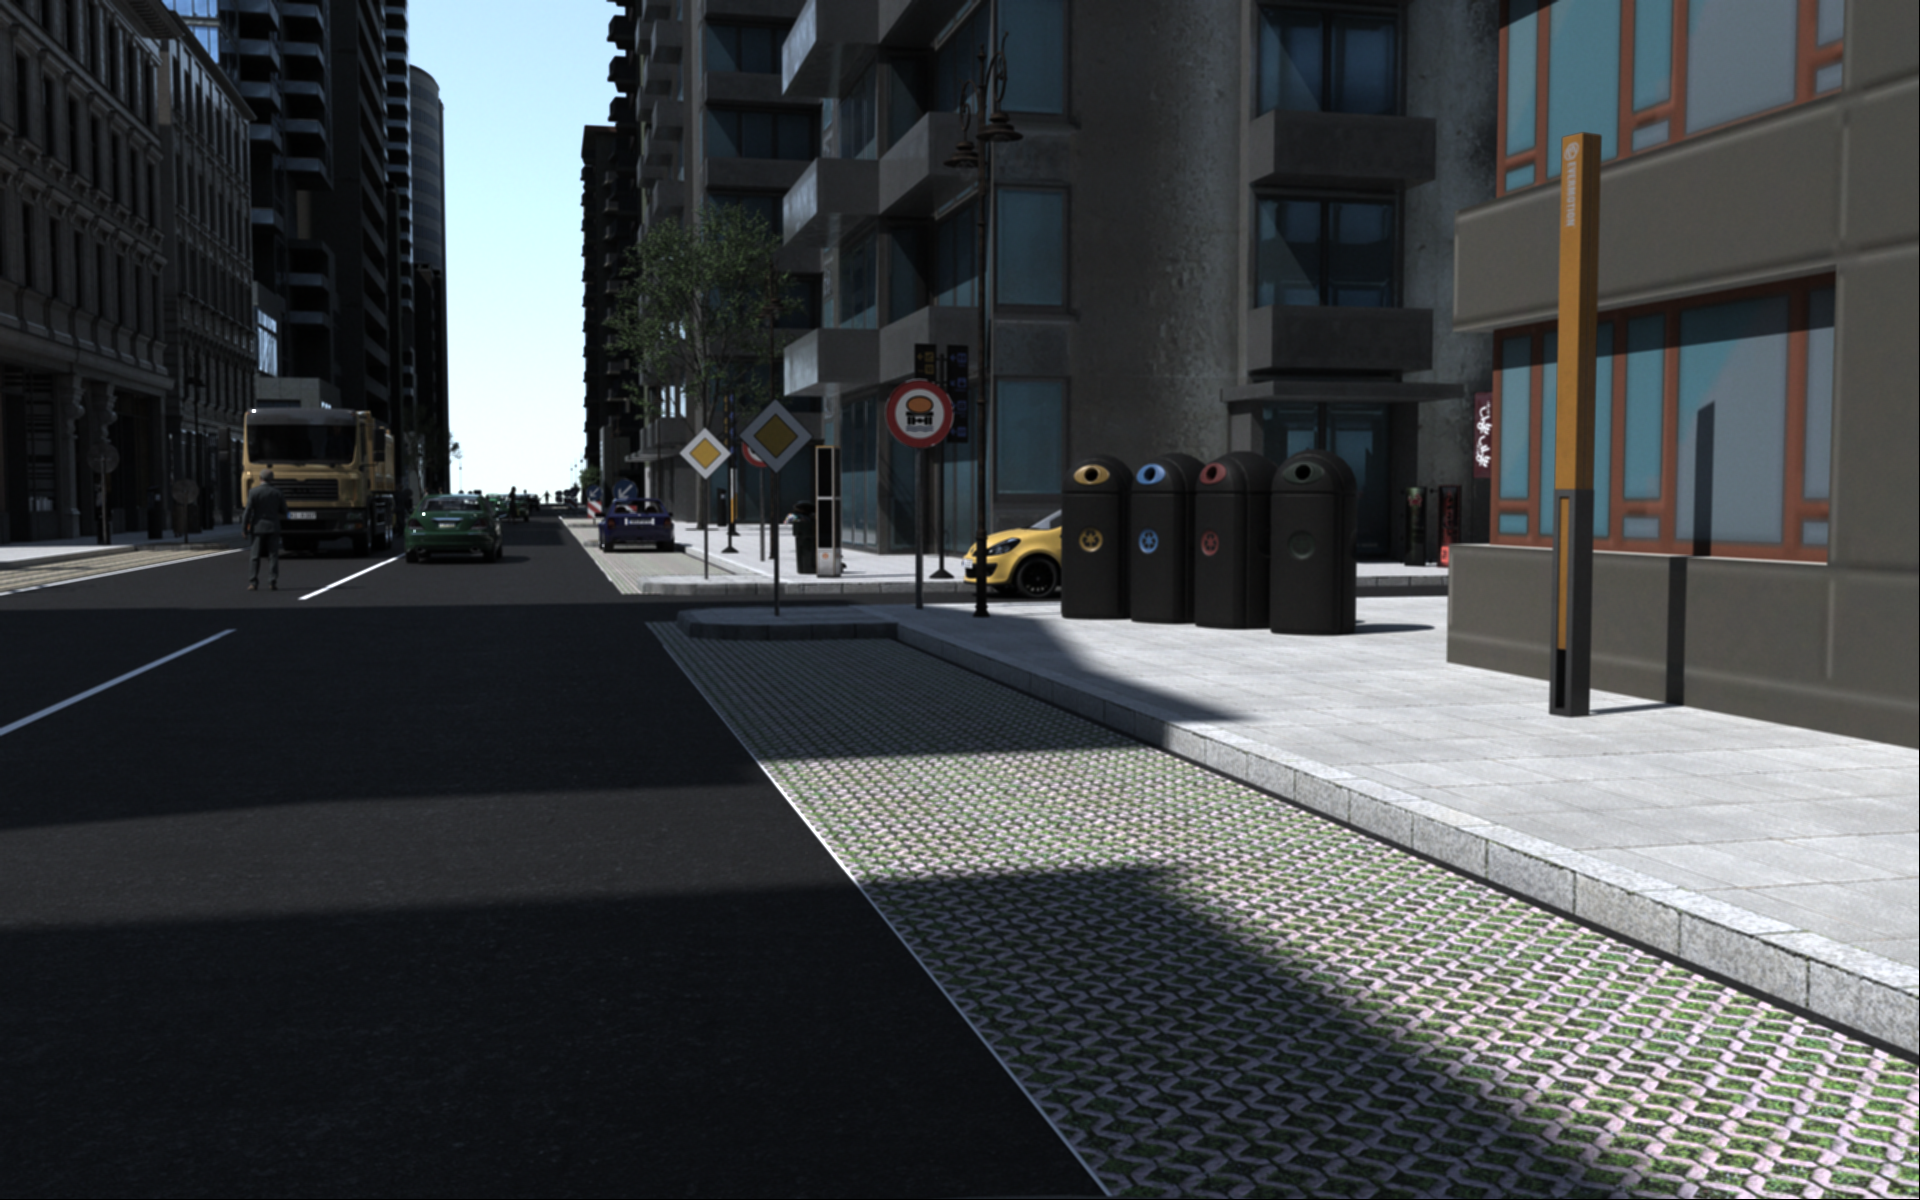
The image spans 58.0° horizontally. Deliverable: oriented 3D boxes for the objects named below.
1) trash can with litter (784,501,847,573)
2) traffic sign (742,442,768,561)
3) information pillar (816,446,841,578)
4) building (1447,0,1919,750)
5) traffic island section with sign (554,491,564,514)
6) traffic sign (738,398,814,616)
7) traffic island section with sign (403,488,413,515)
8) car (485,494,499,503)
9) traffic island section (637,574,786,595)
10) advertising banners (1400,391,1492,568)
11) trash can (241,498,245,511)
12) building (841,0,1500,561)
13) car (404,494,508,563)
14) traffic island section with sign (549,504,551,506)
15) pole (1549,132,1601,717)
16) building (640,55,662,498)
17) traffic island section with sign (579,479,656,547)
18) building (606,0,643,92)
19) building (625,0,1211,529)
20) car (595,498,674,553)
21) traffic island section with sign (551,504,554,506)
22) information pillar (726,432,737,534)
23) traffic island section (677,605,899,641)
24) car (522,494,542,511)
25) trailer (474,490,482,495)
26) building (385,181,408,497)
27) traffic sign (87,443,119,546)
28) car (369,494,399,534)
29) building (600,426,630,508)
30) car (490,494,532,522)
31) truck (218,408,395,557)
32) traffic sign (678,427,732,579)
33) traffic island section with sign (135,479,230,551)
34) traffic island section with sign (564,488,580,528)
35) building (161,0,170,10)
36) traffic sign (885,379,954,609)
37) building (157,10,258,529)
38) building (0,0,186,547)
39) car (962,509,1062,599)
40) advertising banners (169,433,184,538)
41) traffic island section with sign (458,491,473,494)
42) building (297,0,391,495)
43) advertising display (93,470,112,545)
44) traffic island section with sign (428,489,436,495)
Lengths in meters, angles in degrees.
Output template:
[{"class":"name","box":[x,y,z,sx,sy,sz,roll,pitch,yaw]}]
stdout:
[{"class":"trash can with litter","box":[-2.328,-1.022,28.103,0.624,1.170,1.055,2,4,29]},{"class":"traffic sign","box":[-3.767,-2.011,32.986,0.768,2.556,0.104,-1,4,-12]},{"class":"information pillar","box":[-2.015,-1.351,26.577,0.304,2.012,0.304,1,4,17]},{"class":"building","box":[20.546,-9.586,1.778,27.650,21.520,28.899,-1,4,-14]},{"class":"traffic island section with sign","box":[-27.531,-6.973,122.642,1.989,1.847,2.006,-1,4,-14]},{"class":"traffic sign","box":[-1.934,-0.890,18.201,0.795,2.450,0.064,-1,4,-14]},{"class":"traffic island section with sign","box":[-38.179,-6.809,119.959,1.989,1.847,2.006,-1,4,-14]},{"class":"car","box":[-50.400,-10.883,186.732,1.959,1.807,4.718,-1,4,-12]},{"class":"traffic island section","box":[-3.792,-0.230,26.045,2.009,0.180,2.903,-1,4,-14]},{"class":"advertising banners","box":[8.489,-2.073,30.087,0.090,3.025,2.074,-2,4,-34]},{"class":"trash can","box":[-27.041,-3.327,66.055,0.748,1.137,0.748,0,3,0]},{"class":"building","box":[10.742,-25.879,42.723,30.456,49.044,23.786,-1,4,-14]},{"class":"car","box":[-10.924,-1.573,37.515,2.131,1.459,4.920,-1,4,-12]},{"class":"traffic island section with sign","box":[-47.109,-11.915,203.439,1.989,1.847,2.006,-1,4,-14]},{"class":"pole","box":[3.534,-0.985,9.948,0.158,3.312,0.155,0,3,0]},{"class":"building","box":[-12.942,-20.619,108.814,14.160,30.474,14.107,-1,4,-14]},{"class":"traffic island section with sign","box":[-9.254,-2.358,47.187,1.989,1.847,2.006,-1,4,-14]},{"class":"building","box":[-14.844,-29.076,130.012,22.147,44.769,28.867,-1,4,-14]},{"class":"building","box":[-4.465,-28.544,86.303,23.786,49.044,30.456,-1,4,-14]},{"class":"car","box":[-8.162,-1.893,43.530,1.945,1.354,3.894,-1,4,-14]},{"class":"traffic island section with sign","box":[-33.878,-8.576,148.842,1.989,1.847,2.006,-1,4,-14]},{"class":"information pillar","box":[-7.209,-3.882,54.830,0.183,3.616,0.504,-2,4,-35]},{"class":"traffic island section","box":[-1.913,0.244,18.284,2.009,0.180,2.903,-1,4,-14]},{"class":"car","box":[-37.133,-8.398,149.100,2.131,1.459,4.920,-1,4,-12]},{"class":"trailer","box":[-69.685,-14.867,250.125,1.471,1.999,3.904,-1,4,-12]},{"class":"building","box":[-56.814,-23.267,152.120,14.160,30.474,14.107,-1,4,-14]},{"class":"traffic sign","box":[-21.252,-2.622,42.968,0.768,2.556,0.104,0,4,-6]},{"class":"car","box":[-21.543,-3.276,63.793,2.015,1.641,3.980,-1,4,-14]},{"class":"building","box":[-21.523,-51.737,158.576,22.319,86.520,31.000,-1,4,-14]},{"class":"car","box":[-23.384,-4.792,90.147,2.131,1.459,4.920,-1,4,-14]},{"class":"truck","box":[-15.309,-2.797,41.651,3.469,3.379,9.791,-1,4,-14]},{"class":"traffic sign","box":[-3.813,-1.365,25.963,0.795,2.450,0.064,-1,4,-14]},{"class":"traffic island section with sign","box":[-19.847,-2.183,44.316,1.989,1.847,2.006,-1,4,-14]},{"class":"traffic island section with sign","box":[-15.799,-4.011,74.206,1.989,1.847,2.006,-1,4,-14]},{"class":"building","box":[-50.001,-48.535,106.214,22.319,86.520,31.000,-1,4,-14]},{"class":"traffic sign","box":[-0.453,-1.171,19.256,0.768,2.556,0.104,-1,4,-8]},{"class":"building","box":[-34.879,-13.507,69.988,9.793,20.994,18.267,-1,4,-14]},{"class":"building","box":[-27.867,-11.633,41.105,10.553,20.767,40.483,-1,4,-14]},{"class":"car","box":[2.018,-0.883,24.667,3.980,1.641,2.015,-1,4,-14]},{"class":"advertising banners","box":[-23.091,-3.353,51.013,0.090,3.025,2.074,-1,4,-16]},{"class":"traffic island section with sign","box":[-57.776,-11.759,200.893,1.989,1.847,2.006,-1,4,-14]},{"class":"building","box":[-56.271,-31.160,133.160,21.300,48.544,21.600,-1,4,-14]},{"class":"advertising display","box":[-21.692,-2.362,43.837,0.123,1.923,0.974,-3,5,-43]},{"class":"traffic island section with sign","box":[-44.689,-8.455,146.859,1.989,1.847,2.006,-1,4,-14]}]
